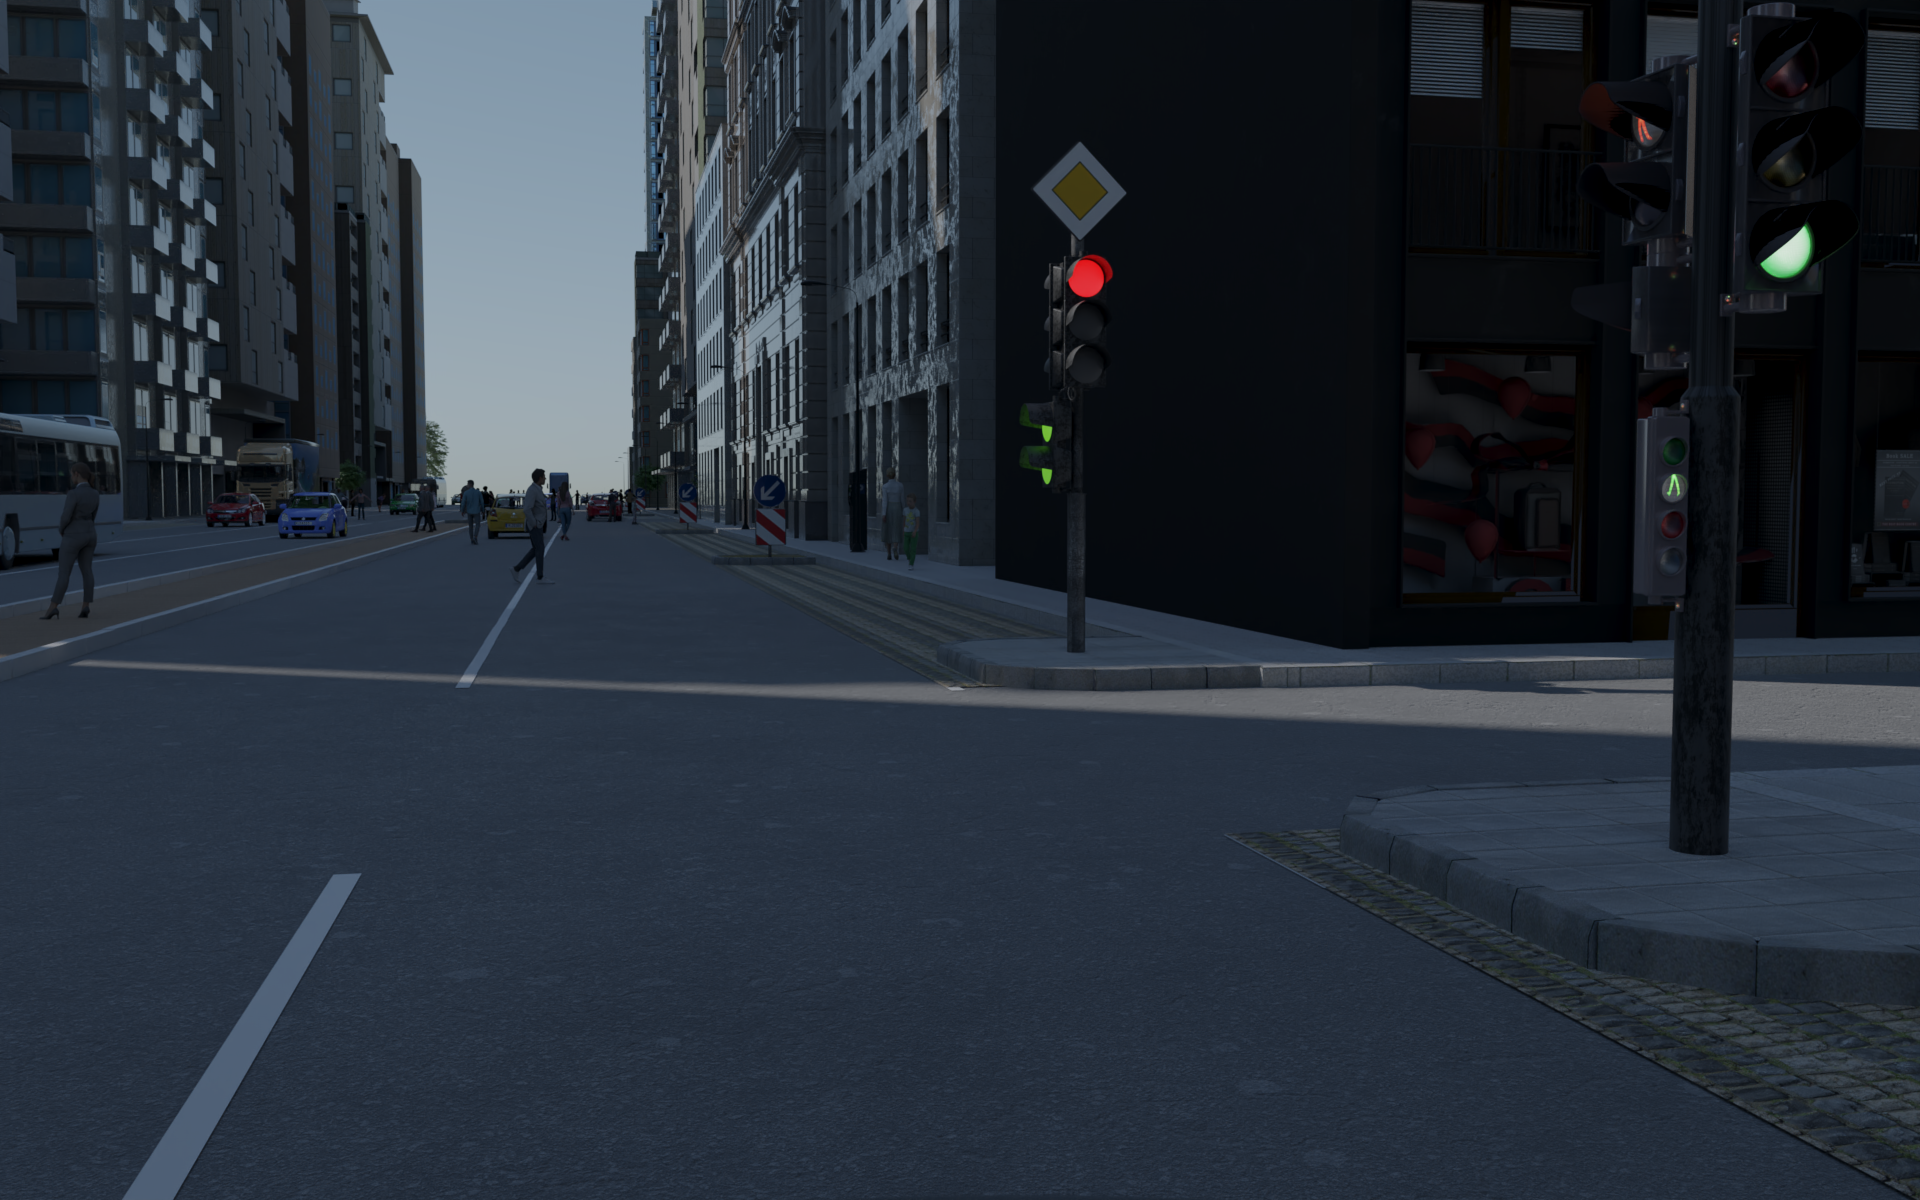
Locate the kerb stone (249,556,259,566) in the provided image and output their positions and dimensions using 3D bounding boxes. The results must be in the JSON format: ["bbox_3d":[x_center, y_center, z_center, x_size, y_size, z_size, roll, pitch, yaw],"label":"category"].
[{"bbox_3d":[-14.217,-0.759,34.598,0.120,0.150,1.000,-1,4,-12],"label":"kerb stone"}]

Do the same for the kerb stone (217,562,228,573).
[{"bbox_3d":[-13.560,-0.575,31.603,0.120,0.150,1.000,-1,4,-12],"label":"kerb stone"}]

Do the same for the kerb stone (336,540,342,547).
[{"bbox_3d":[-16.841,-1.494,46.621,0.120,0.150,1.000,-1,4,-12],"label":"kerb stone"}]

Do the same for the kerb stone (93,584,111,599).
[{"bbox_3d":[-11.806,-0.086,23.603,0.120,0.150,1.000,-1,4,-12],"label":"kerb stone"}]

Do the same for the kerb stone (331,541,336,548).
[{"bbox_3d":[-16.626,-1.430,45.615,0.120,0.150,1.000,-1,4,-12],"label":"kerb stone"}]

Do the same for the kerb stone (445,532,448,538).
[{"bbox_3d":[-16.765,-2.069,56.068,0.120,0.150,1.000,-1,4,-12],"label":"kerb stone"}]

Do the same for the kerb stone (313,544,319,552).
[{"bbox_3d":[-15.969,-1.249,42.616,0.120,0.150,1.000,-1,4,-12],"label":"kerb stone"}]

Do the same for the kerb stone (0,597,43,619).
[{"bbox_3d":[-11.156,0.099,20.598,0.120,0.150,1.000,-1,4,-12],"label":"kerb stone"}]

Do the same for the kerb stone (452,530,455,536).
[{"bbox_3d":[-17.425,-2.254,59.070,0.120,0.150,1.000,-1,4,-12],"label":"kerb stone"}]

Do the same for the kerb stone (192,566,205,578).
[{"bbox_3d":[-13.121,-0.453,29.601,0.120,0.150,1.000,-1,4,-12],"label":"kerb stone"}]

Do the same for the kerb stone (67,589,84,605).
[{"bbox_3d":[-11.587,-0.024,22.605,0.120,0.150,1.000,-1,4,-12],"label":"kerb stone"}]

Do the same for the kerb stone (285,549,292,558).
[{"bbox_3d":[-15.095,-1.003,38.602,0.120,0.150,1.000,-1,4,-12],"label":"kerb stone"}]

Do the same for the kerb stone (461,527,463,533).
[{"bbox_3d":[-18.301,-2.501,63.081,0.120,0.150,1.000,-1,4,-12],"label":"kerb stone"}]

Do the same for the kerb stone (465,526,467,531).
[{"bbox_3d":[-18.736,-2.624,65.093,0.120,0.150,1.000,-1,4,-12],"label":"kerb stone"}]

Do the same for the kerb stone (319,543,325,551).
[{"bbox_3d":[-16.190,-1.310,43.614,0.120,0.150,1.000,-1,4,-12],"label":"kerb stone"}]

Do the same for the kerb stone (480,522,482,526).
[{"bbox_3d":[-20.923,-3.232,75.106,0.120,0.150,1.000,-1,4,-12],"label":"kerb stone"}]

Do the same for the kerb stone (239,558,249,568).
[{"bbox_3d":[-14.004,-0.696,33.598,0.120,0.150,1.000,-1,4,-12],"label":"kerb stone"}]

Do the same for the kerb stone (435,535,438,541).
[{"bbox_3d":[-15.884,-1.826,52.059,0.120,0.150,1.000,-1,4,-12],"label":"kerb stone"}]

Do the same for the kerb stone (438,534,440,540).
[{"bbox_3d":[-16.104,-1.881,53.057,0.120,0.150,1.000,-1,4,-12],"label":"kerb stone"}]

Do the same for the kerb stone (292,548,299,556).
[{"bbox_3d":[-15.313,-1.063,39.601,0.120,0.150,1.000,-1,4,-12],"label":"kerb stone"}]

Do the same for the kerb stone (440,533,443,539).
[{"bbox_3d":[-16.328,-1.943,54.061,0.120,0.150,1.000,-1,4,-12],"label":"kerb stone"}]

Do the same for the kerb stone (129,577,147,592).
[{"bbox_3d":[-12.243,-0.209,25.605,0.120,0.150,1.000,-1,4,-12],"label":"kerb stone"}]

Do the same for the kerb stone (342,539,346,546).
[{"bbox_3d":[-17.070,-1.555,47.617,0.120,0.150,1.000,-1,4,-12],"label":"kerb stone"}]

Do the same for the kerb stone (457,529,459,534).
[{"bbox_3d":[-17.860,-2.378,61.079,0.120,0.150,1.000,-1,4,-12],"label":"kerb stone"}]

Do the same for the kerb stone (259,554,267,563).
[{"bbox_3d":[-14.441,-0.820,35.595,0.120,0.150,1.000,-1,4,-12],"label":"kerb stone"}]

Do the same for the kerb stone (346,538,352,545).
[{"bbox_3d":[-17.282,-1.617,48.626,0.120,0.150,1.000,-1,4,-12],"label":"kerb stone"}]

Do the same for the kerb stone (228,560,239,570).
[{"bbox_3d":[-13.782,-0.634,32.601,0.120,0.150,1.000,-1,4,-12],"label":"kerb stone"}]

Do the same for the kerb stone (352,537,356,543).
[{"bbox_3d":[-17.502,-1.671,49.624,0.120,0.150,1.000,-1,4,-12],"label":"kerb stone"}]

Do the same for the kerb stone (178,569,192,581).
[{"bbox_3d":[-12.906,-0.392,28.599,0.120,0.150,1.000,-1,4,-12],"label":"kerb stone"}]

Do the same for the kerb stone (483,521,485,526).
[{"bbox_3d":[-21.371,-3.358,77.104,0.120,0.150,1.000,-1,4,-12],"label":"kerb stone"}]

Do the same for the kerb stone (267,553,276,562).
[{"bbox_3d":[-14.651,-0.881,36.596,0.120,0.150,1.000,-1,4,-12],"label":"kerb stone"}]

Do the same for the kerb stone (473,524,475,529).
[{"bbox_3d":[-19.839,-2.931,70.111,0.120,0.150,1.000,-1,4,-12],"label":"kerb stone"}]

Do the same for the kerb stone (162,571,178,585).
[{"bbox_3d":[-12.684,-0.331,27.601,0.120,0.150,1.000,-1,4,-12],"label":"kerb stone"}]

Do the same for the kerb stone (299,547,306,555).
[{"bbox_3d":[-15.529,-1.126,40.606,0.120,0.150,1.000,-1,4,-12],"label":"kerb stone"}]

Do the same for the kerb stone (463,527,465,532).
[{"bbox_3d":[-18.520,-2.562,64.079,0.120,0.150,1.000,-1,4,-12],"label":"kerb stone"}]

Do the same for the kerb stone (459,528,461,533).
[{"bbox_3d":[-18.079,-2.439,62.078,0.120,0.150,1.000,-1,4,-12],"label":"kerb stone"}]

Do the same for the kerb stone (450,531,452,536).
[{"bbox_3d":[-17.207,-2.192,58.072,0.120,0.150,1.000,-1,4,-12],"label":"kerb stone"}]

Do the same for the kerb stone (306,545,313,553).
[{"bbox_3d":[-15.752,-1.185,41.612,0.120,0.150,1.000,-1,4,-12],"label":"kerb stone"}]

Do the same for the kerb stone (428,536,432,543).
[{"bbox_3d":[-15.446,-1.704,50.048,0.120,0.150,1.000,-1,4,-12],"label":"kerb stone"}]

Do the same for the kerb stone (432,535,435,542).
[{"bbox_3d":[-15.667,-1.765,51.047,0.120,0.150,1.000,-1,4,-12],"label":"kerb stone"}]

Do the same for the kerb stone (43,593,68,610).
[{"bbox_3d":[-11.372,0.038,21.606,0.120,0.150,1.000,-1,4,-12],"label":"kerb stone"}]

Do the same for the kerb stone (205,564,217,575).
[{"bbox_3d":[-13.338,-0.514,30.604,0.120,0.150,1.000,-1,4,-12],"label":"kerb stone"}]

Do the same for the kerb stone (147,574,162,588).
[{"bbox_3d":[-12.475,-0.269,26.600,0.120,0.150,1.000,-1,4,-12],"label":"kerb stone"}]

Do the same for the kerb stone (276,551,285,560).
[{"bbox_3d":[-14.868,-0.938,37.599,0.120,0.150,1.000,-1,4,-12],"label":"kerb stone"}]

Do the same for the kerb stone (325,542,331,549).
[{"bbox_3d":[-16.411,-1.371,44.614,0.120,0.150,1.000,-1,4,-12],"label":"kerb stone"}]

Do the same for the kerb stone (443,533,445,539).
[{"bbox_3d":[-16.543,-2.002,55.060,0.120,0.150,1.000,-1,4,-12],"label":"kerb stone"}]

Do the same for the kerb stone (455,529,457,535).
[{"bbox_3d":[-17.642,-2.317,60.081,0.120,0.150,1.000,-1,4,-12],"label":"kerb stone"}]

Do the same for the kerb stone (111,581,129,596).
[{"bbox_3d":[-12.030,-0.147,24.605,0.120,0.150,1.000,-1,4,-12],"label":"kerb stone"}]

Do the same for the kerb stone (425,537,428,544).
[{"bbox_3d":[-15.234,-1.642,49.042,0.120,0.150,1.000,-1,4,-12],"label":"kerb stone"}]

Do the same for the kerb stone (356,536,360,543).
[{"bbox_3d":[-17.727,-1.739,50.625,0.120,0.150,1.000,-1,4,-12],"label":"kerb stone"}]

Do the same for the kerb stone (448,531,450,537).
[{"bbox_3d":[-16.984,-2.128,57.069,0.120,0.150,1.000,-1,4,-12],"label":"kerb stone"}]

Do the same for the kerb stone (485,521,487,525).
[{"bbox_3d":[-22.248,-3.603,81.108,0.120,0.150,1.000,-1,4,-12],"label":"kerb stone"}]
